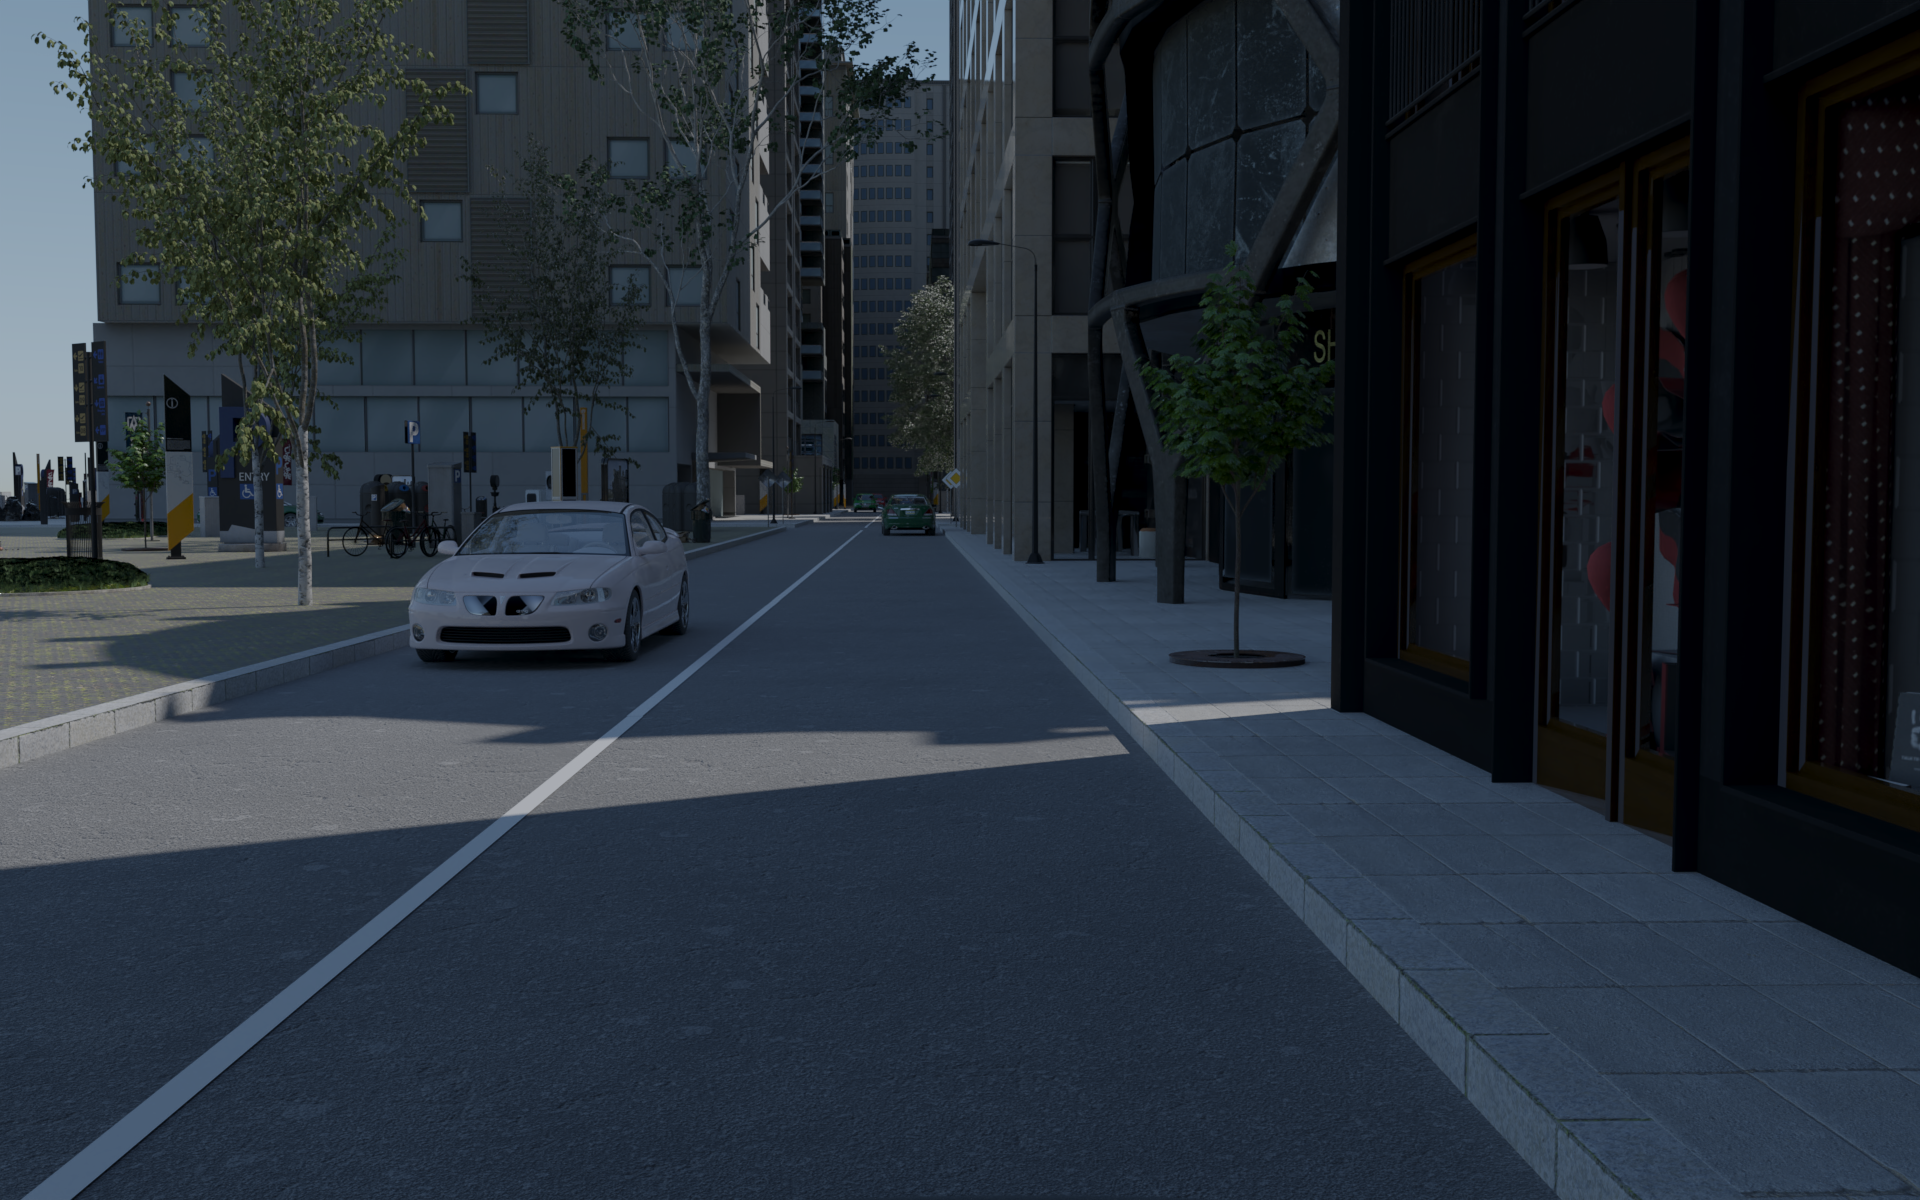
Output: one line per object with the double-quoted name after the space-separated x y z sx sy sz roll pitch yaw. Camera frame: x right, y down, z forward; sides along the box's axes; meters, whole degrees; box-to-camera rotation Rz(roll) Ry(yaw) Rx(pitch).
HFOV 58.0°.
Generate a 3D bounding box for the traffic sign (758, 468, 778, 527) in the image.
-7.391 -3.860 66.761 0.795 2.450 0.064 0 4 -2 "traffic sign"

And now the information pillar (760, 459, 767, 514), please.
-12.434 -7.221 109.418 0.504 3.616 0.183 -1 4 -9 "information pillar"

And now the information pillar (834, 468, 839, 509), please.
-10.583 -9.598 148.284 0.504 3.616 0.183 -1 4 -11 "information pillar"

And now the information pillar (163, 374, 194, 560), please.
-15.347 -2.608 33.997 0.504 3.616 0.183 -2 4 -32 "information pillar"

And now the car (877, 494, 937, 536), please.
-1.834 -3.013 61.062 2.131 1.459 4.920 0 4 -4 "car"

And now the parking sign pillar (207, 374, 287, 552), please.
-15.869 -3.074 38.739 1.447 3.967 1.447 0 4 2 "parking sign pillar"

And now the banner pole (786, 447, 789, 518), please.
-9.080 -6.188 91.187 0.401 3.779 0.863 0 4 -4 "banner pole"

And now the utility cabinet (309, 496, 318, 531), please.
-22.700 -3.031 60.719 0.306 1.237 1.020 -1 4 -19 "utility cabinet"

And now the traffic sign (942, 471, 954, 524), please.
-0.397 -4.361 74.945 0.795 2.450 0.064 0 4 -2 "traffic sign"

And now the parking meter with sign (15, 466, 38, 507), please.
-58.622 -6.916 109.345 0.543 3.016 1.738 2 4 26 "parking meter with sign"

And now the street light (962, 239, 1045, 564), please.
0.843 -3.621 31.750 1.470 5.913 1.316 0 4 -2 "street light"

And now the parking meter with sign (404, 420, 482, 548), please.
-12.211 -2.739 41.049 1.738 3.016 0.543 1 4 13 "parking meter with sign"

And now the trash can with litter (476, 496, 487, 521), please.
-16.209 -2.989 59.923 1.678 1.210 2.233 2 4 25 "trash can with litter"

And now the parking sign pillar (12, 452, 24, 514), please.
-60.654 -7.530 111.580 1.447 3.967 1.447 -1 4 -21 "parking sign pillar"

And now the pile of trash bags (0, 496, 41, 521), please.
-45.200 -4.386 81.462 1.912 1.369 3.447 2 4 26 "pile of trash bags"

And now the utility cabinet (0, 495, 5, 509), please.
-60.916 -6.017 109.539 1.020 1.237 0.306 1 4 11 "utility cabinet"

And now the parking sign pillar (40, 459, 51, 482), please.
-70.651 -8.895 133.911 1.447 3.967 1.447 -1 4 -12 "parking sign pillar"

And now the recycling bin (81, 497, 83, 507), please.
-67.531 -7.434 134.094 0.722 1.027 0.722 0 3 0 "recycling bin"

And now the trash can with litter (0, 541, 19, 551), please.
-22.474 -1.699 38.830 2.233 1.210 1.678 -1 4 -18 "trash can with litter"

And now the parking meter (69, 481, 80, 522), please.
-40.814 -4.534 79.835 0.399 1.863 0.255 -3 4 -39 "parking meter"

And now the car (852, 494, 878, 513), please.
-7.417 -7.734 135.240 1.959 1.807 4.718 0 4 -3 "car"

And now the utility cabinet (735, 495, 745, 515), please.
-13.694 -5.805 106.071 1.020 1.237 0.306 0 4 -6 "utility cabinet"

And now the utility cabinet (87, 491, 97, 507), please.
-62.148 -7.052 123.984 0.318 1.500 1.173 -1 4 -11 "utility cabinet"

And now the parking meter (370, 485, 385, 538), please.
-15.844 -2.369 47.145 0.372 1.533 0.369 0 3 0 "parking meter"

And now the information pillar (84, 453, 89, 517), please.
-49.501 -6.530 98.117 0.183 3.616 0.504 -2 4 -26 "information pillar"

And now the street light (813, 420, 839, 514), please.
-8.589 -8.363 109.272 1.470 5.913 1.316 0 4 -2 "street light"

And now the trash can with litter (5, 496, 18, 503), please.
-50.498 -4.942 92.191 0.624 1.170 1.055 -2 4 -30 "trash can with litter"

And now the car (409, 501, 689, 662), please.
-3.709 -0.241 16.305 2.083 1.381 4.827 0 4 0 "car"

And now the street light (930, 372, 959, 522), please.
-0.290 -5.726 66.166 1.470 5.913 1.316 0 4 -2 "street light"

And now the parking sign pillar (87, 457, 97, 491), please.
-63.642 -8.486 127.216 1.447 3.967 1.447 -1 4 -12 "parking sign pillar"

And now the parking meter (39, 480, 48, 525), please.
-38.636 -4.117 73.024 0.255 1.863 0.399 -2 4 -23 "parking meter"

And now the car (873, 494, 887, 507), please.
-8.177 -9.713 167.847 2.155 1.783 4.494 0 4 -4 "car"

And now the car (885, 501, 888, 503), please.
-4.063 -6.302 115.620 1.945 1.354 3.894 0 4 -1 "car"

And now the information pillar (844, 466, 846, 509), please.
-9.671 -9.405 145.133 0.183 3.616 0.504 -1 4 -13 "information pillar"

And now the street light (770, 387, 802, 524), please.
-7.534 -6.265 74.977 1.470 5.913 1.316 0 4 -2 "street light"

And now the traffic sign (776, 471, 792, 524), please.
-7.638 -4.349 74.742 0.795 2.450 0.064 0 4 -2 "traffic sign"

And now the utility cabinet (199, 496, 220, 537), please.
-22.373 -2.511 52.223 0.306 1.237 1.020 2 4 33 "utility cabinet"

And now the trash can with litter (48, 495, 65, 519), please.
-47.106 -4.784 89.276 1.678 1.210 2.233 1 4 20 "trash can with litter"

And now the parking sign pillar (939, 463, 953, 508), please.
-1.063 -8.662 130.103 1.447 3.967 1.447 -2 4 -34 "parking sign pillar"

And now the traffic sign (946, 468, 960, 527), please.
-0.149 -3.873 66.964 0.795 2.450 0.064 0 4 -2 "traffic sign"

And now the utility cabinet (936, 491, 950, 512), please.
-1.314 -7.071 124.292 1.173 1.500 0.318 -2 4 -27 "utility cabinet"

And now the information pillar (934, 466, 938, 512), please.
-1.717 -8.044 122.873 0.183 3.616 0.504 -3 4 -36 "information pillar"

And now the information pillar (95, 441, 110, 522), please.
-31.727 -4.447 64.065 0.183 3.616 0.504 2 4 24 "information pillar"

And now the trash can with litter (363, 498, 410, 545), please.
-14.479 -1.979 43.744 0.624 1.170 1.055 3 4 38 "trash can with litter"

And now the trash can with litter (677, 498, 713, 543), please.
-7.038 -2.088 45.532 1.055 1.170 0.624 0 4 8 "trash can with litter"

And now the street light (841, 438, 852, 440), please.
-9.652 -10.460 143.566 1.470 5.913 1.316 0 4 -2 "street light"

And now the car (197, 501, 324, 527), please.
-28.544 -3.608 70.794 4.920 1.459 2.131 0 4 -3 "car"

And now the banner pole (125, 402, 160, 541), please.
-22.113 -3.472 46.790 0.401 3.779 0.863 3 5 41 "banner pole"

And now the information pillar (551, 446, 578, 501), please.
-6.129 -1.369 26.879 0.304 2.012 0.304 -3 5 -41 "information pillar"
